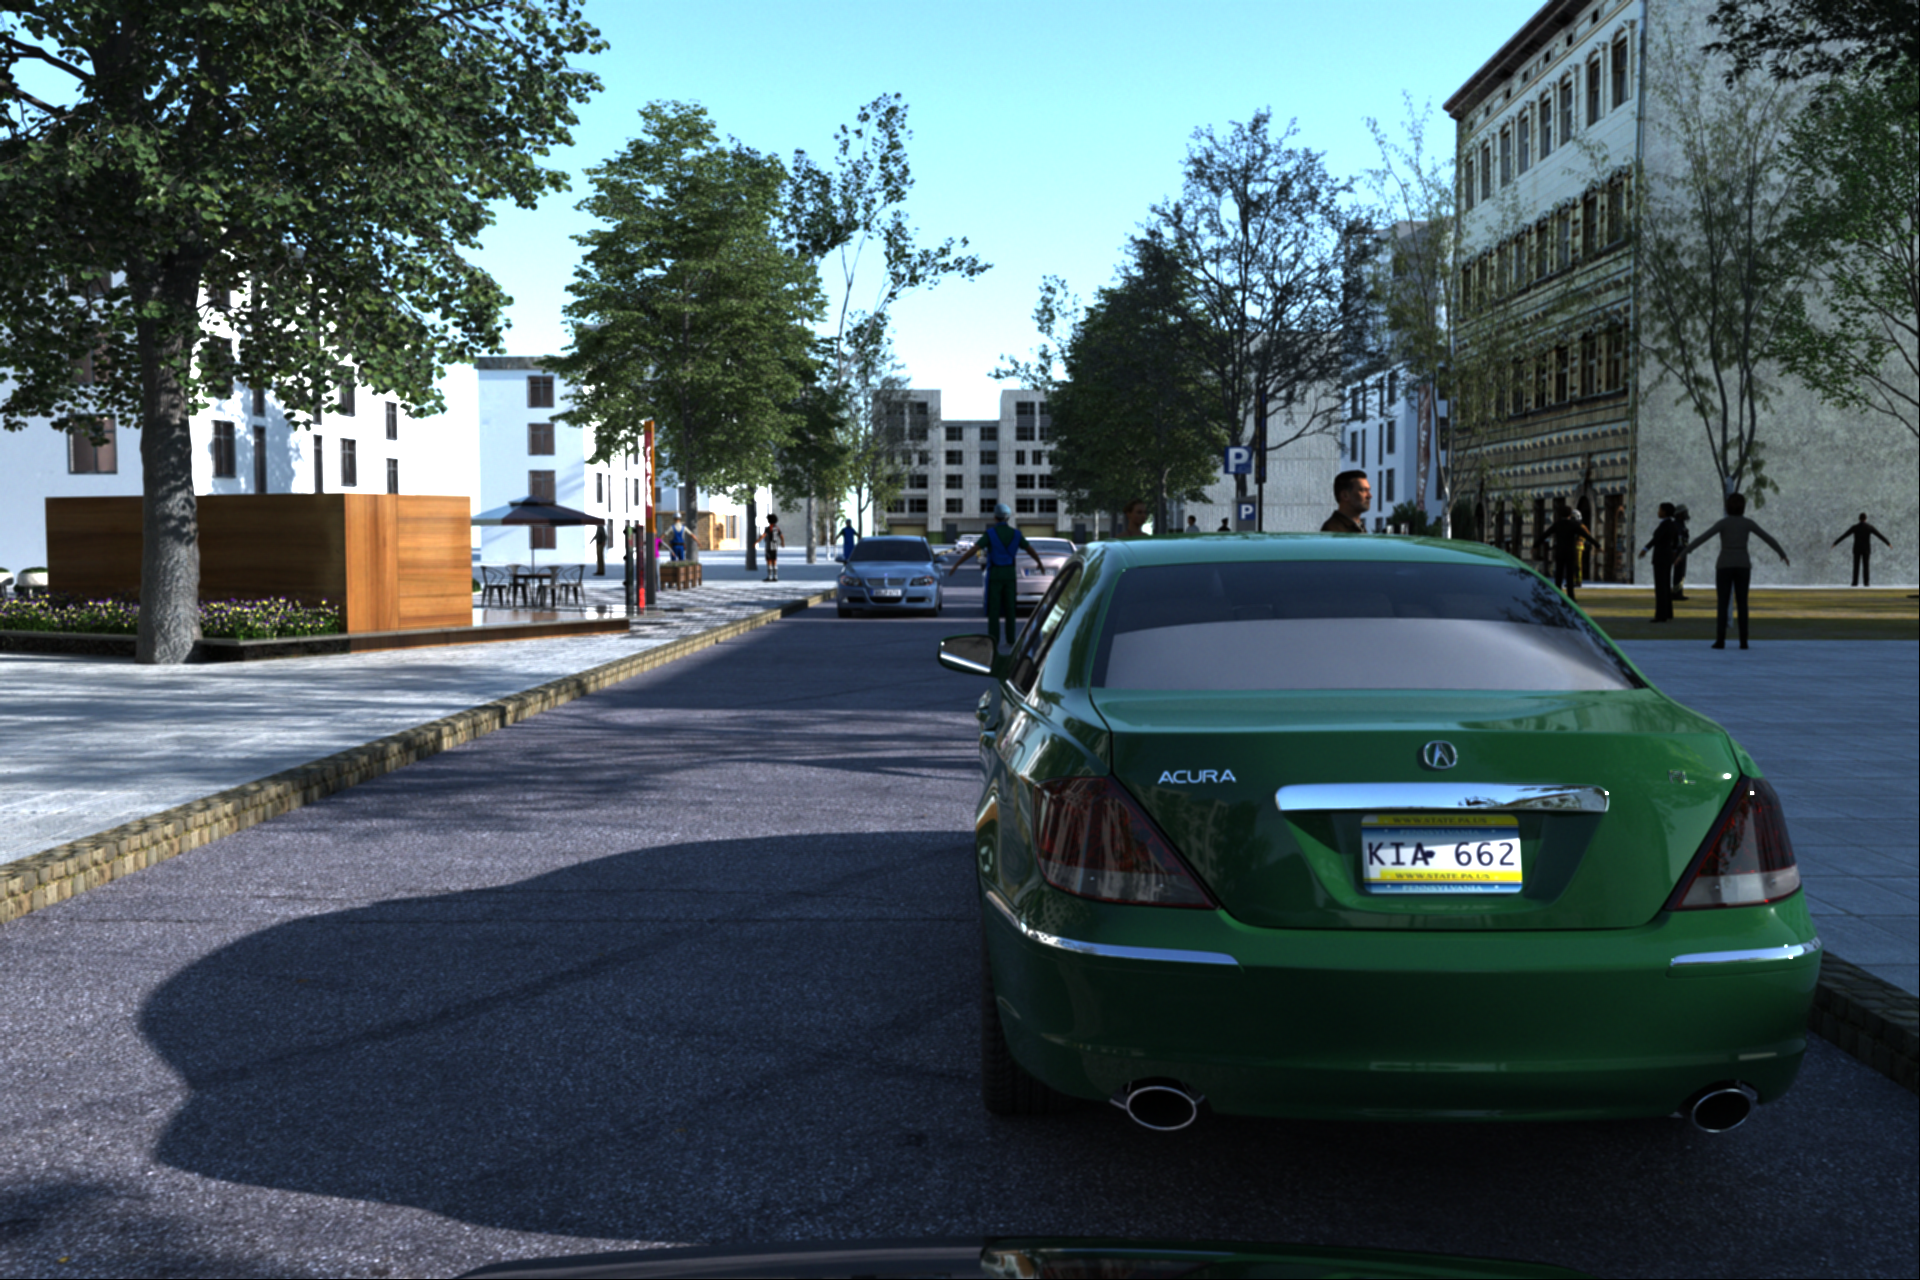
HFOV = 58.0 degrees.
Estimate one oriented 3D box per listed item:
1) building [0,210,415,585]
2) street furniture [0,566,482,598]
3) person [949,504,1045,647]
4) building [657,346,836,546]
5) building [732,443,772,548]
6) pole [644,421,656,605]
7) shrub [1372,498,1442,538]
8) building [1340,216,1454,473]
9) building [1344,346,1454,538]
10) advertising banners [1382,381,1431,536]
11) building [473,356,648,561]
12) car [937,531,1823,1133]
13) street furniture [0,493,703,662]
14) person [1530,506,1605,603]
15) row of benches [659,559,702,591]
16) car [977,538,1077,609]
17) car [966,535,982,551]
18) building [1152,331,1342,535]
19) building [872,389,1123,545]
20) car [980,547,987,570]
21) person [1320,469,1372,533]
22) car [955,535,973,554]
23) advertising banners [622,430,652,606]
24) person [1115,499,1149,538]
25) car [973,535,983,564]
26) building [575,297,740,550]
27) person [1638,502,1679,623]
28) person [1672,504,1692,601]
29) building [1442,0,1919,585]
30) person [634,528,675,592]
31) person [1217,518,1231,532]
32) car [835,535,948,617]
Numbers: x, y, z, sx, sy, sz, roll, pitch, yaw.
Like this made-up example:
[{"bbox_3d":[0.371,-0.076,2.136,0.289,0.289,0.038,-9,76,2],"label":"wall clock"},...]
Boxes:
[{"bbox_3d":[-23.622,-7.047,57.374,9.099,9.664,28.070,0,4,2],"label":"building"},{"bbox_3d":[-15.505,-1.260,36.234,10.072,0.657,5.734,1,4,9],"label":"street furniture"},{"bbox_3d":[0.512,-0.825,22.068,1.347,1.817,0.704,-2,4,-25],"label":"person"},{"bbox_3d":[-24.005,-22.151,193.104,19.493,23.208,18.063,0,4,1],"label":"building"},{"bbox_3d":[-22.709,-13.805,167.857,9.099,9.664,28.070,0,4,1],"label":"building"},{"bbox_3d":[-5.609,-2.292,31.313,0.158,3.312,0.155,0,3,0],"label":"pole"},{"bbox_3d":[9.768,-2.067,37.840,1.661,2.075,1.752,0,3,0],"label":"shrub"},{"bbox_3d":[28.449,-15.187,104.722,16.016,20.090,11.380,0,4,2],"label":"building"},{"bbox_3d":[24.300,-8.270,77.357,9.099,9.664,28.070,0,4,2],"label":"building"},{"bbox_3d":[5.384,-1.512,20.917,0.090,3.025,2.074,0,4,1],"label":"advertising banners"},{"bbox_3d":[-21.803,-9.406,95.934,9.099,9.664,28.070,0,4,1],"label":"building"},{"bbox_3d":[0.973,0.373,5.696,2.131,1.459,4.920,0,4,1],"label":"car"},{"bbox_3d":[-9.499,-0.902,21.606,9.812,1.723,11.010,2,4,28],"label":"street furniture"},{"bbox_3d":[11.257,-1.590,32.182,1.347,1.806,0.705,2,4,32],"label":"person"},{"bbox_3d":[-6.680,-1.571,41.151,1.422,0.672,4.104,0,4,-1],"label":"row of benches"},{"bbox_3d":[1.360,-1.181,31.679,2.083,1.381,4.827,0,3,0],"label":"car"},{"bbox_3d":[1.438,-6.421,117.347,2.083,1.381,4.827,0,4,1],"label":"car"},{"bbox_3d":[27.525,-17.944,159.842,16.747,18.905,31.486,0,4,1],"label":"building"},{"bbox_3d":[5.111,-21.347,217.940,31.486,18.905,16.747,0,4,0],"label":"building"},{"bbox_3d":[1.689,-3.674,69.853,2.009,1.686,4.222,0,4,0],"label":"car"},{"bbox_3d":[2.343,-0.104,10.302,0.704,1.812,1.346,3,4,36],"label":"person"},{"bbox_3d":[0.673,-7.040,127.472,2.083,1.381,4.827,0,4,1],"label":"car"},{"bbox_3d":[-5.321,-1.990,28.731,0.090,3.025,2.074,0,4,3],"label":"advertising banners"},{"bbox_3d":[1.564,-0.344,14.879,1.217,1.733,0.721,-2,4,-34],"label":"person"},{"bbox_3d":[1.665,-4.608,85.564,2.015,1.641,3.980,0,3,0],"label":"car"},{"bbox_3d":[-24.726,-17.309,139.429,16.016,20.090,11.380,0,4,2],"label":"building"},{"bbox_3d":[10.164,-1.130,25.203,0.721,1.740,1.216,3,5,43],"label":"person"},{"bbox_3d":[13.959,-1.696,33.514,0.705,1.856,1.354,2,4,29],"label":"person"},{"bbox_3d":[26.492,-13.522,52.018,19.493,23.208,18.063,0,4,2],"label":"building"},{"bbox_3d":[-6.752,-1.764,38.104,0.991,1.433,0.599,0,4,-2],"label":"person"},{"bbox_3d":[8.996,-3.229,58.734,0.705,1.837,1.347,-3,4,-38],"label":"person"},{"bbox_3d":[-1.217,-1.182,31.326,2.014,1.417,4.499,0,4,1],"label":"car"}]
